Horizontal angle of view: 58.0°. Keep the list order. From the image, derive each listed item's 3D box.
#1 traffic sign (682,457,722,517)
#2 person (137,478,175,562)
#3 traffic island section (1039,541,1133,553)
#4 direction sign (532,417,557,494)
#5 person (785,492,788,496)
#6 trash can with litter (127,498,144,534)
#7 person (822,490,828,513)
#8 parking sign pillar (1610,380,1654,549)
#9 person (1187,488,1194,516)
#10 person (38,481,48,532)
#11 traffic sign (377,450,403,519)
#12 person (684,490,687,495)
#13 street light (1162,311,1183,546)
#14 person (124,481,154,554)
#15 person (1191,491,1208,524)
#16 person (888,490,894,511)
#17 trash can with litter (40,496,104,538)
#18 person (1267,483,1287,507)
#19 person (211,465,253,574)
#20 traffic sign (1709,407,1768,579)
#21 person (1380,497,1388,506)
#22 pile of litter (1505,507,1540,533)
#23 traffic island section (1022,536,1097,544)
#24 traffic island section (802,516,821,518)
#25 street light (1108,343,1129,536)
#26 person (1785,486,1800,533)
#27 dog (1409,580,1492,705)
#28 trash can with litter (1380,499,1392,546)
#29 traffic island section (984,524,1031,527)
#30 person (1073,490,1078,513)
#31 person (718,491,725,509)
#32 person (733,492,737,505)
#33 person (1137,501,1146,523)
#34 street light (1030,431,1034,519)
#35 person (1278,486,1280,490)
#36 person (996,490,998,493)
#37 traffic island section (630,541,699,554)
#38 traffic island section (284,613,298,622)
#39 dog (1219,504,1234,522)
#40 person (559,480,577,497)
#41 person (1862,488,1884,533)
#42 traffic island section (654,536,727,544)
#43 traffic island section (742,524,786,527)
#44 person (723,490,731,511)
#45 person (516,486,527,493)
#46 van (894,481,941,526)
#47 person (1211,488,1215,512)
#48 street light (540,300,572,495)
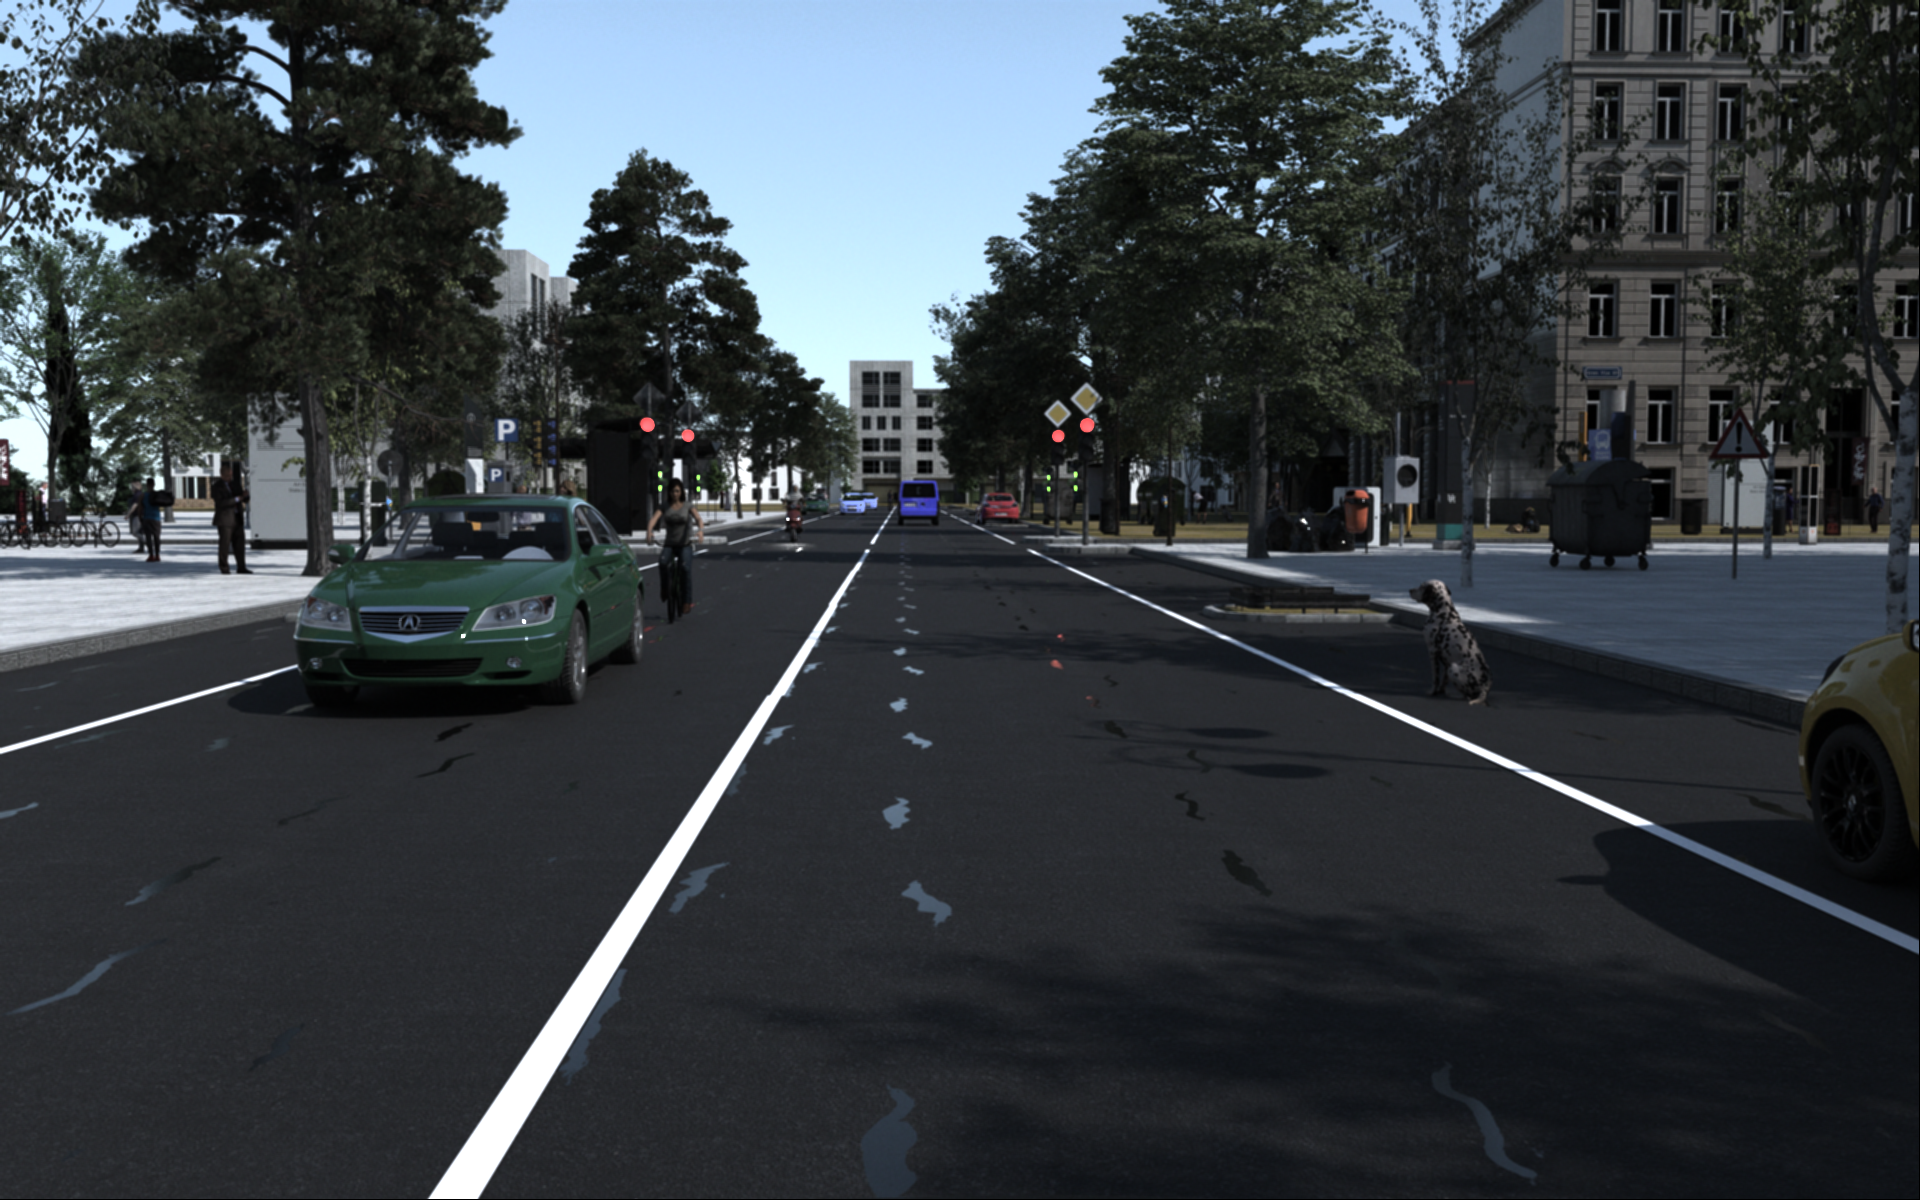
[{"bbox_3d":[-14.301,-6.249,96.037,2.265,3.308,0.079,0,4,4],"label":"traffic sign"},{"bbox_3d":[-15.304,-1.531,32.951,0.647,1.594,0.662,-3,5,-43],"label":"person"},{"bbox_3d":[3.154,-1.281,43.231,2.009,0.180,2.903,0,4,-2],"label":"traffic island section"},{"bbox_3d":[-12.212,-3.606,50.959,0.379,3.537,0.876,3,4,37],"label":"direction sign"},{"bbox_3d":[-18.746,-11.227,189.609,0.705,1.824,1.348,3,5,42],"label":"person"},{"bbox_3d":[-26.190,-2.690,55.361,0.624,1.170,1.055,-3,5,-40],"label":"trash can with litter"},{"bbox_3d":[-10.304,-7.504,131.854,0.551,1.740,0.621,0,4,1],"label":"person"},{"bbox_3d":[15.535,-3.188,40.600,1.447,3.967,1.447,2,4,24],"label":"parking sign pillar"},{"bbox_3d":[13.690,-5.819,102.659,0.415,1.643,0.593,0,4,3],"label":"person"},{"bbox_3d":[-30.854,-3.141,58.344,0.436,1.711,0.756,0,4,-8],"label":"person"},{"bbox_3d":[-16.302,-3.024,49.544,0.768,2.556,0.104,0,4,4],"label":"traffic sign"},{"bbox_3d":[-30.625,-11.366,192.587,1.217,1.735,0.721,0,4,4],"label":"person"},{"bbox_3d":[5.199,-4.283,42.819,0.468,5.910,1.993,0,4,-2],"label":"street light"},{"bbox_3d":[-17.637,-1.773,37.243,0.471,1.553,0.569,2,4,23],"label":"person"},{"bbox_3d":[10.383,-4.039,75.262,0.799,1.438,0.628,1,4,18],"label":"person"},{"bbox_3d":[-5.877,-8.518,148.216,0.568,1.767,0.683,1,4,14],"label":"person"},{"bbox_3d":[-26.432,-2.477,51.561,1.678,1.210,2.233,2,4,35],"label":"trash can with litter"},{"bbox_3d":[13.922,-4.235,75.837,0.990,1.755,0.434,-1,4,-17],"label":"person"},{"bbox_3d":[-11.633,-1.284,27.729,0.600,1.739,0.565,0,4,4],"label":"person"},{"bbox_3d":[11.698,-1.596,26.093,0.884,2.594,0.081,0,4,-1],"label":"traffic sign"},{"bbox_3d":[22.595,-5.134,92.353,0.453,1.535,0.546,3,5,45],"label":"person"},{"bbox_3d":[18.539,-2.649,57.271,1.719,0.858,1.176,-3,4,-37],"label":"pile of litter"},{"bbox_3d":[2.893,-1.769,51.212,2.009,0.180,2.903,0,4,-2],"label":"traffic island section"},{"bbox_3d":[-9.344,-4.932,103.505,1.991,0.108,1.994,0,4,-2],"label":"traffic island section"},{"bbox_3d":[4.864,-4.926,53.334,0.468,5.910,1.993,0,4,-2],"label":"street light"},{"bbox_3d":[27.147,-2.939,56.473,0.546,1.535,0.453,0,4,-2],"label":"person"},{"bbox_3d":[3.479,0.288,12.126,0.513,0.831,0.800,0,4,3],"label":"dog"},{"bbox_3d":[10.180,-1.932,42.974,1.055,1.170,0.624,3,5,42],"label":"trash can with litter"},{"bbox_3d":[2.071,-3.269,76.313,1.991,0.108,1.994,0,4,-2],"label":"traffic island section"},{"bbox_3d":[7.579,-6.544,115.247,0.429,1.552,0.499,-3,5,-39],"label":"person"},{"bbox_3d":[-20.712,-8.863,150.920,1.348,1.831,0.705,3,5,42],"label":"person"},{"bbox_3d":[-26.768,-12.070,206.557,1.217,1.735,0.721,-2,4,-28],"label":"person"},{"bbox_3d":[8.027,-4.221,75.584,0.617,1.759,0.750,-2,4,-28],"label":"person"},{"bbox_3d":[3.722,-7.137,89.481,0.468,5.910,1.993,0,4,-2],"label":"street light"},{"bbox_3d":[16.709,-5.134,90.923,0.436,1.711,0.756,1,4,21],"label":"person"},{"bbox_3d":[2.604,-6.737,118.399,0.429,1.552,0.499,1,4,19],"label":"person"},{"bbox_3d":[-7.681,-1.260,42.883,2.009,0.180,2.903,0,4,-2],"label":"traffic island section"},{"bbox_3d":[-6.626,0.148,20.440,1.991,0.108,1.994,0,4,-2],"label":"traffic island section"},{"bbox_3d":[12.273,-3.949,78.939,0.800,0.831,0.513,3,5,40],"label":"dog"},{"bbox_3d":[-5.139,-0.743,22.350,0.444,1.614,0.593,-3,5,-43],"label":"person"},{"bbox_3d":[30.216,-2.977,57.414,0.600,1.496,0.574,0,4,1],"label":"person"},{"bbox_3d":[-7.942,-1.748,50.863,2.009,0.180,2.903,0,4,-2],"label":"traffic island section"},{"bbox_3d":[-8.426,-3.229,75.665,1.991,0.108,1.994,0,4,-2],"label":"traffic island section"},{"bbox_3d":[-17.686,-7.622,131.328,0.621,1.740,0.551,-1,4,-11],"label":"person"},{"bbox_3d":[-7.419,-1.146,29.298,0.319,1.574,0.516,1,4,19],"label":"person"},{"bbox_3d":[-1.961,-4.663,80.620,2.240,2.365,5.245,0,4,-2],"label":"van"},{"bbox_3d":[18.051,-7.112,123.150,0.431,1.722,0.655,0,4,5],"label":"person"},{"bbox_3d":[-9.611,-4.195,41.373,0.468,5.910,1.993,0,4,-2],"label":"street light"}]
